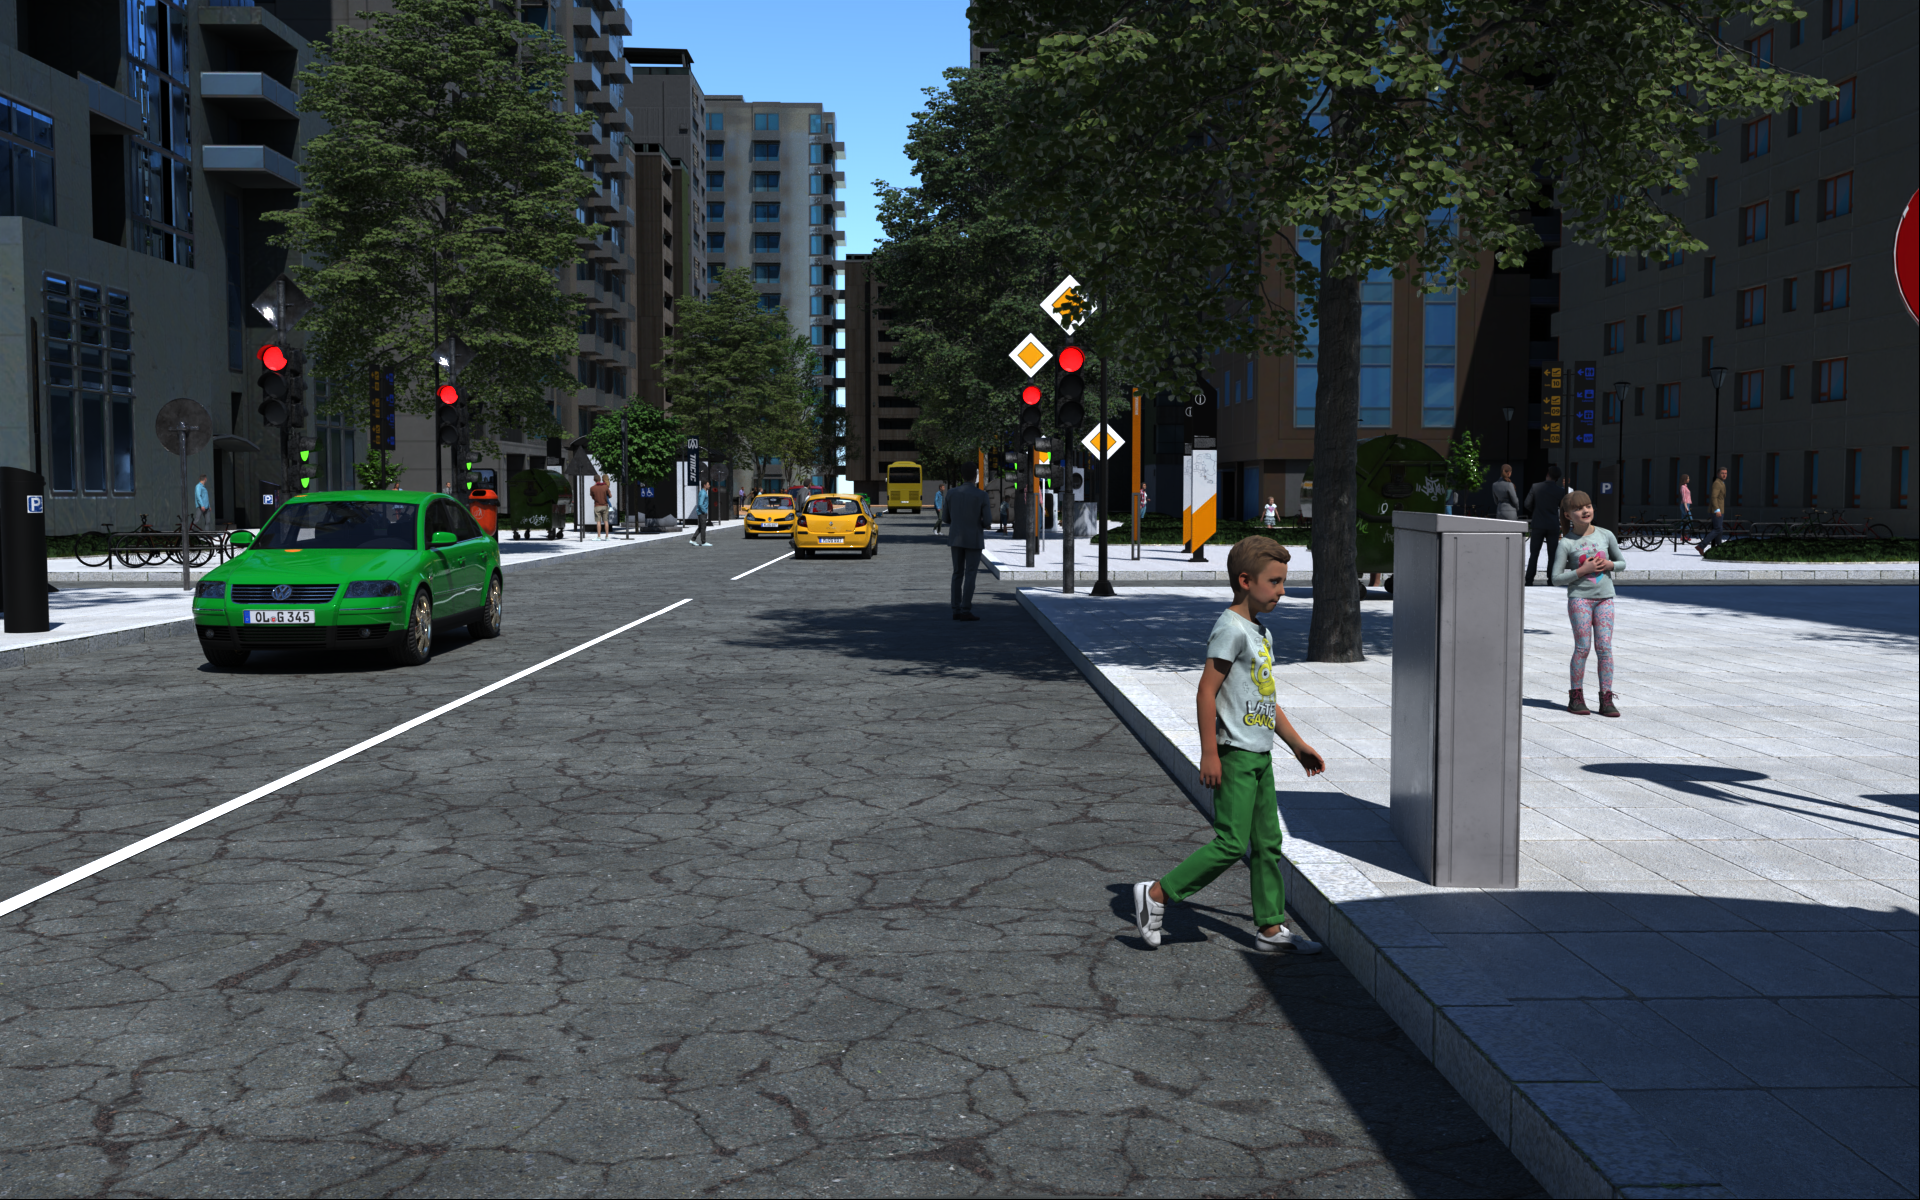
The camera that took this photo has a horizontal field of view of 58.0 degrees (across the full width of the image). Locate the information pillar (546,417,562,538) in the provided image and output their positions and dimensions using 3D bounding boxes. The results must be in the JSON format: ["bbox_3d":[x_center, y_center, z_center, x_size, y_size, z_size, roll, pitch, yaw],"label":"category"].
[{"bbox_3d":[-11.954,-3.648,50.993,0.504,3.616,0.183,2,4,25],"label":"information pillar"}]

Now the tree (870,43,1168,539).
[{"bbox_3d":[1.856,-8.713,49.107,9.857,13.997,8.962,0,3,0],"label":"tree"}]

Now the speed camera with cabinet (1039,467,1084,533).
[{"bbox_3d":[3.171,-3.896,58.038,2.038,3.252,0.660,-2,4,-31],"label":"speed camera with cabinet"}]

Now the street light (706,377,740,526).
[{"bbox_3d":[-9.430,-5.885,68.765,1.470,5.913,1.316,0,4,-1],"label":"street light"}]

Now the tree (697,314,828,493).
[{"bbox_3d":[-11.285,-10.552,98.288,9.928,11.665,9.643,0,3,0],"label":"tree"}]

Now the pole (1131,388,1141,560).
[{"bbox_3d":[3.406,-2.422,33.444,0.158,3.312,0.155,0,3,0],"label":"pole"}]

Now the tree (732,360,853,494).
[{"bbox_3d":[-12.101,-11.413,121.020,8.767,10.594,7.601,0,4,-5],"label":"tree"}]

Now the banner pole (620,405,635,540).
[{"bbox_3d":[-9.368,-3.572,48.411,0.401,3.779,0.863,0,4,2],"label":"banner pole"}]

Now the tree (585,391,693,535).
[{"bbox_3d":[-10.271,-4.384,55.387,4.285,4.588,4.351,0,3,0],"label":"tree"}]

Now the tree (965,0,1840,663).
[{"bbox_3d":[3.107,-5.779,12.616,7.486,12.596,7.792,0,3,0],"label":"tree"}]

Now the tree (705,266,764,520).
[{"bbox_3d":[-11.435,-10.274,86.102,7.486,12.596,7.792,0,3,0],"label":"tree"}]

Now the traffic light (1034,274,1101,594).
[{"bbox_3d":[1.383,-2.039,22.261,0.839,4.253,0.868,0,4,-1],"label":"traffic light"}]

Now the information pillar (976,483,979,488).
[{"bbox_3d":[1.118,-6.019,102.905,0.304,2.012,0.304,1,4,19],"label":"information pillar"}]

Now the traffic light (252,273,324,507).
[{"bbox_3d":[-8.576,-2.025,22.033,0.839,4.253,0.868,0,4,-1],"label":"traffic light"}]

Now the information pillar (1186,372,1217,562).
[{"bbox_3d":[4.576,-2.521,32.580,0.504,3.616,0.183,-1,4,-10],"label":"information pillar"}]

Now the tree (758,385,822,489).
[{"bbox_3d":[-10.853,-9.769,110.083,4.737,8.622,4.395,0,3,0],"label":"tree"}]

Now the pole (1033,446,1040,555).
[{"bbox_3d":[1.576,-2.619,36.660,0.158,3.312,0.155,0,3,0],"label":"pole"}]

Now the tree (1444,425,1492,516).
[{"bbox_3d":[14.022,-3.250,47.731,1.663,3.219,1.824,0,3,0],"label":"tree"}]

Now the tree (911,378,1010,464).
[{"bbox_3d":[0.552,-14.446,146.567,12.009,13.543,11.850,0,3,0],"label":"tree"}]

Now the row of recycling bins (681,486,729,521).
[{"bbox_3d":[-12.194,-4.616,82.581,1.069,1.692,3.534,2,4,24],"label":"row of recycling bins"}]

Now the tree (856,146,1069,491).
[{"bbox_3d":[0.445,-14.584,94.335,12.611,20.169,13.585,0,3,0],"label":"tree"}]

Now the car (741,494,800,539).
[{"bbox_3d":[-6.066,-2.829,56.474,2.015,1.641,3.980,0,4,-2],"label":"car"}]

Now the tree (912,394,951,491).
[{"bbox_3d":[-1.224,-15.257,175.212,9.928,11.665,9.643,0,3,0],"label":"tree"}]

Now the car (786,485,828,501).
[{"bbox_3d":[-6.660,-4.057,75.008,2.281,1.827,5.304,0,4,0],"label":"car"}]

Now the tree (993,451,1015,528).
[{"bbox_3d":[2.214,-4.312,65.107,1.663,3.219,1.824,0,3,0],"label":"tree"}]

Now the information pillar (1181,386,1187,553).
[{"bbox_3d":[5.060,-2.820,37.459,0.504,3.616,0.183,1,4,21],"label":"information pillar"}]

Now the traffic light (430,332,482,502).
[{"bbox_3d":[-8.747,-2.513,30.016,0.839,4.253,0.868,0,4,-1],"label":"traffic light"}]

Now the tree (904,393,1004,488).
[{"bbox_3d":[-0.463,-15.021,162.602,9.611,12.733,9.660,0,3,0],"label":"tree"}]

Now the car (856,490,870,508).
[{"bbox_3d":[-10.031,-10.170,175.076,1.959,1.807,4.718,0,3,0],"label":"car"}]

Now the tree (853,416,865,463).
[{"bbox_3d":[-12.917,-14.220,166.904,8.767,10.594,7.601,1,4,19],"label":"tree"}]

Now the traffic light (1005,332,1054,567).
[{"bbox_3d":[1.212,-2.527,30.244,0.839,4.253,0.868,0,4,-1],"label":"traffic light"}]

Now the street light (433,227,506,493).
[{"bbox_3d":[-8.578,-3.528,30.226,1.470,5.913,1.316,0,4,-1],"label":"street light"}]

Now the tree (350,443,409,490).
[{"bbox_3d":[-19.049,-3.773,56.290,1.663,3.219,1.824,0,3,0],"label":"tree"}]

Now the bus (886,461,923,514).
[{"bbox_3d":[-4.165,-8.444,129.600,2.896,3.916,12.252,0,4,-2],"label":"bus"}]

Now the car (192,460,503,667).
[{"bbox_3d":[-5.435,-0.430,15.833,1.959,1.807,4.718,0,4,-3],"label":"car"}]

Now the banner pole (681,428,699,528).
[{"bbox_3d":[-10.183,-4.594,65.136,0.863,3.779,0.401,1,4,11],"label":"banner pole"}]

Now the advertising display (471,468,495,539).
[{"bbox_3d":[-12.134,-2.334,43.372,0.974,1.923,0.123,-1,4,-13],"label":"advertising display"}]

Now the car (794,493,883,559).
[{"bbox_3d":[-2.781,-1.786,39.433,2.015,1.641,3.980,0,4,0],"label":"car"}]

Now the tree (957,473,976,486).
[{"bbox_3d":[0.264,-8.582,134.916,1.663,3.219,1.824,0,3,0],"label":"tree"}]

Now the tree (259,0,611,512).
[{"bbox_3d":[-10.809,-7.226,36.279,7.486,12.596,7.792,0,3,0],"label":"tree"}]

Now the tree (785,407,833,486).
[{"bbox_3d":[-12.497,-11.519,138.692,4.360,8.622,3.978,0,3,0],"label":"tree"}]

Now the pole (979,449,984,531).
[{"bbox_3d":[0.742,-4.066,60.325,0.158,3.312,0.155,0,3,0],"label":"pole"}]
